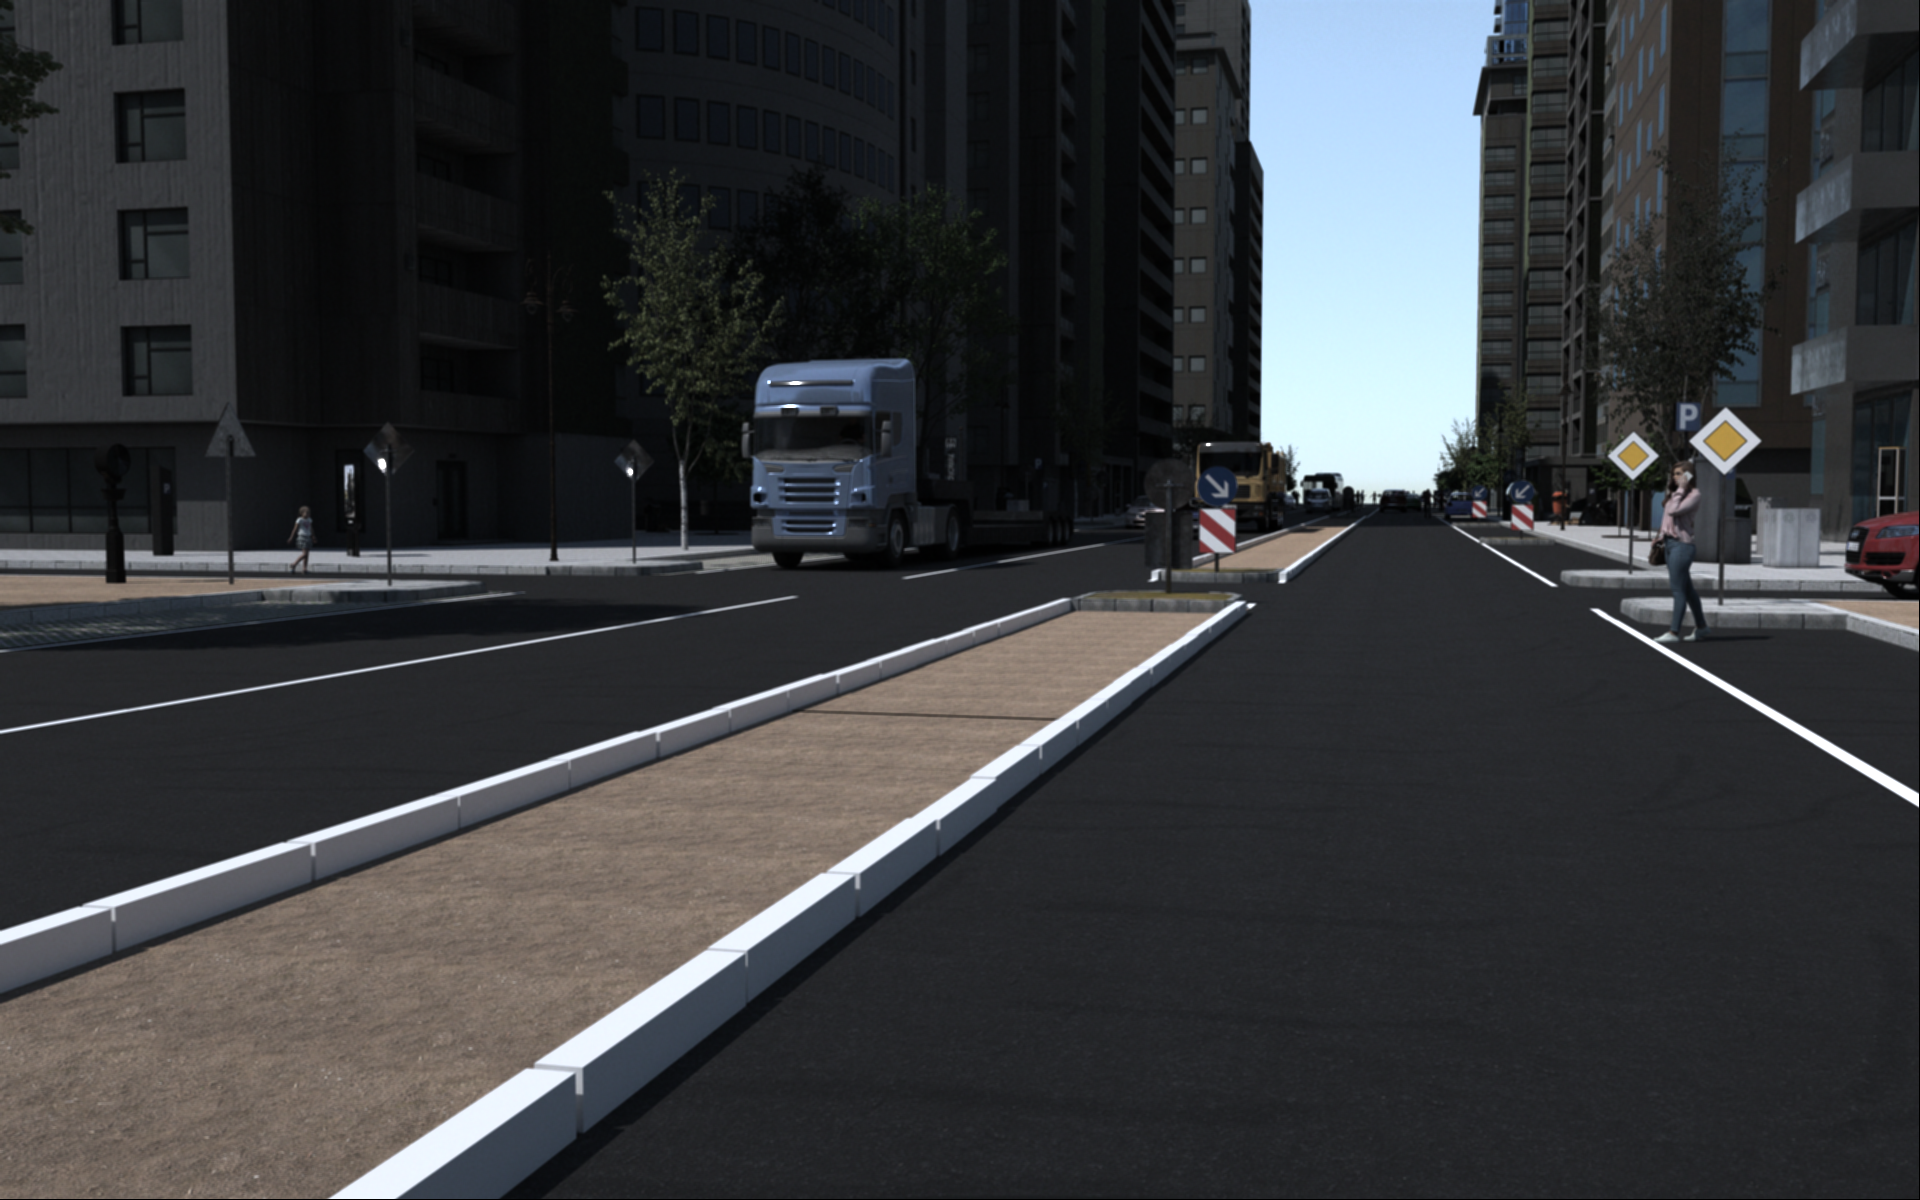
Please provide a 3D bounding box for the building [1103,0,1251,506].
[{"bbox_3d":[32.955,-49.577,248.835,20.563,71.187,20.611,1,4,14],"label":"building"}]

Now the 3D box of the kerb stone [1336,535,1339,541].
[{"bbox_3d":[10.919,-1.735,50.608,0.120,0.150,1.000,1,4,14],"label":"kerb stone"}]

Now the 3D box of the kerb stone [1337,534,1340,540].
[{"bbox_3d":[11.173,-1.796,51.598,0.120,0.150,1.000,1,4,14],"label":"kerb stone"}]

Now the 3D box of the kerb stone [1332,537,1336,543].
[{"bbox_3d":[10.419,-1.616,48.623,0.120,0.150,1.000,1,4,14],"label":"kerb stone"}]

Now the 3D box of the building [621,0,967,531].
[{"bbox_3d":[-13.274,-32.429,72.219,21.231,58.520,28.212,1,4,14],"label":"building"}]

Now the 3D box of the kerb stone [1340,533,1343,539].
[{"bbox_3d":[11.682,-1.920,53.585,0.120,0.150,1.000,1,4,14],"label":"kerb stone"}]

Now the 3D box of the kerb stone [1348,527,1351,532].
[{"bbox_3d":[13.942,-2.463,62.539,0.120,0.150,1.000,1,4,14],"label":"kerb stone"}]

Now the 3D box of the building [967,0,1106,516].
[{"bbox_3d":[0.259,-25.428,99.344,14.154,41.232,14.086,1,4,14],"label":"building"}]

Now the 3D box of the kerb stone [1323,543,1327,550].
[{"bbox_3d":[8.905,-1.252,42.662,0.120,0.150,1.000,1,4,14],"label":"kerb stone"}]

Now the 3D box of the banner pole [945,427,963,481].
[{"bbox_3d":[-0.182,-4.561,64.589,0.863,3.779,0.401,-1,4,-10],"label":"banner pole"}]

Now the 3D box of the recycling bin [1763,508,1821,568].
[{"bbox_3d":[14.513,-1.081,30.231,0.722,1.027,0.722,0,4,5],"label":"recycling bin"}]

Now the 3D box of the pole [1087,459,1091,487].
[{"bbox_3d":[7.367,-6.436,99.079,0.158,3.312,0.155,0,3,0],"label":"pole"}]

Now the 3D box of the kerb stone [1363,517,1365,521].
[{"bbox_3d":[20.239,-3.988,87.398,0.120,0.150,1.000,1,4,14],"label":"kerb stone"}]

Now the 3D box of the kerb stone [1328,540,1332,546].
[{"bbox_3d":[9.659,-1.434,45.636,0.120,0.150,1.000,1,4,14],"label":"kerb stone"}]

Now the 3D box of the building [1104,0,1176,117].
[{"bbox_3d":[5.356,-31.558,139.678,21.300,48.544,21.600,1,4,14],"label":"building"}]

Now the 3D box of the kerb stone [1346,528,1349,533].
[{"bbox_3d":[13.436,-2.346,60.558,0.120,0.150,1.000,1,4,14],"label":"kerb stone"}]

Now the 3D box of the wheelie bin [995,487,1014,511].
[{"bbox_3d":[2.077,-4.505,81.566,0.980,1.594,0.693,2,4,25],"label":"wheelie bin"}]

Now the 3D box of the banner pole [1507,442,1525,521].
[{"bbox_3d":[26.565,-5.672,82.753,0.401,3.779,0.863,-2,4,-29],"label":"banner pole"}]

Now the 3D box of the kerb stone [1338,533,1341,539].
[{"bbox_3d":[11.421,-1.859,52.590,0.120,0.150,1.000,1,4,14],"label":"kerb stone"}]

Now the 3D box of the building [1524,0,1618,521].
[{"bbox_3d":[44.824,-23.969,83.768,32.217,40.220,23.993,1,4,14],"label":"building"}]

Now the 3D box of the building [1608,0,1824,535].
[{"bbox_3d":[30.385,-24.960,58.211,14.600,45.320,14.200,1,4,14],"label":"building"}]

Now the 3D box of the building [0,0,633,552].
[{"bbox_3d":[-17.925,-16.668,44.229,14.160,30.474,14.107,1,4,14],"label":"building"}]

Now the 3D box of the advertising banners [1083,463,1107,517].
[{"bbox_3d":[7.510,-6.094,95.827,0.090,3.025,2.074,3,5,42],"label":"advertising banners"}]

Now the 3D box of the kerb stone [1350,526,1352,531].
[{"bbox_3d":[14.447,-2.587,64.519,0.120,0.150,1.000,1,4,14],"label":"kerb stone"}]

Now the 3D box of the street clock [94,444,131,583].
[{"bbox_3d":[-12.175,-1.245,24.923,0.358,2.002,0.471,1,4,15],"label":"street clock"}]

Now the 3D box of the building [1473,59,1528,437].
[{"bbox_3d":[76.219,-37.745,206.369,28.713,52.752,27.495,1,4,14],"label":"building"}]

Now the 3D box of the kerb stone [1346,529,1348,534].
[{"bbox_3d":[13.185,-2.280,59.560,0.120,0.150,1.000,1,4,14],"label":"kerb stone"}]

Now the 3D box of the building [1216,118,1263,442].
[{"bbox_3d":[28.318,-37.019,228.968,21.300,48.544,21.600,1,4,14],"label":"building"}]

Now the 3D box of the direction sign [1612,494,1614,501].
[{"bbox_3d":[27.628,-4.971,73.281,0.379,3.537,0.876,1,4,22],"label":"direction sign"}]

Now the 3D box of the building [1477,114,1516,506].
[{"bbox_3d":[63.770,-30.872,188.345,14.154,41.232,14.086,1,4,14],"label":"building"}]

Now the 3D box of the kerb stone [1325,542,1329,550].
[{"bbox_3d":[9.162,-1.312,43.651,0.120,0.150,1.000,1,4,14],"label":"kerb stone"}]

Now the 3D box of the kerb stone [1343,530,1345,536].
[{"bbox_3d":[12.432,-2.103,56.575,0.120,0.150,1.000,1,4,14],"label":"kerb stone"}]

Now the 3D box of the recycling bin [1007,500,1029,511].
[{"bbox_3d":[2.477,-3.769,74.170,0.722,1.027,0.722,3,4,39],"label":"recycling bin"}]

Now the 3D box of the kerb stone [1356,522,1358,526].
[{"bbox_3d":[16.697,-3.136,73.473,0.120,0.150,1.000,1,4,14],"label":"kerb stone"}]

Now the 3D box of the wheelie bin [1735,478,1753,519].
[{"bbox_3d":[15.056,-1.599,34.046,0.980,1.594,0.693,-1,4,-16],"label":"wheelie bin"}]

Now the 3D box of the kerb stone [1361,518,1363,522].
[{"bbox_3d":[19.471,-3.803,84.411,0.120,0.150,1.000,1,4,14],"label":"kerb stone"}]

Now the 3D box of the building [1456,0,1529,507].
[{"bbox_3d":[80.054,-56.380,234.481,22.319,86.520,31.000,1,4,14],"label":"building"}]

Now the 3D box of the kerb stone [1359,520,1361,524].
[{"bbox_3d":[17.966,-3.437,78.461,0.120,0.150,1.000,1,4,14],"label":"kerb stone"}]

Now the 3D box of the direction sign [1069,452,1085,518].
[{"bbox_3d":[6.268,-6.165,92.799,0.876,3.537,0.379,0,4,-8],"label":"direction sign"}]

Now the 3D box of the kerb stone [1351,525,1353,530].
[{"bbox_3d":[14.695,-2.649,65.511,0.120,0.150,1.000,1,4,14],"label":"kerb stone"}]

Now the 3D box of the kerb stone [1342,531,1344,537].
[{"bbox_3d":[12.179,-2.041,55.584,0.120,0.150,1.000,1,4,14],"label":"kerb stone"}]

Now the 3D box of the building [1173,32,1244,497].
[{"bbox_3d":[18.074,-37.732,206.150,28.713,52.752,27.495,1,4,14],"label":"building"}]

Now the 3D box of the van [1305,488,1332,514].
[{"bbox_3d":[26.441,-7.373,127.565,2.013,2.044,4.112,1,4,16],"label":"van"}]

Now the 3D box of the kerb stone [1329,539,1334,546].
[{"bbox_3d":[9.916,-1.494,46.628,0.120,0.150,1.000,1,4,14],"label":"kerb stone"}]

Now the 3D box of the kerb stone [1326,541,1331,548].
[{"bbox_3d":[9.412,-1.373,44.645,0.120,0.150,1.000,1,4,14],"label":"kerb stone"}]

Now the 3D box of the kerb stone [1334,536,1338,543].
[{"bbox_3d":[10.670,-1.677,49.617,0.120,0.150,1.000,1,4,14],"label":"kerb stone"}]

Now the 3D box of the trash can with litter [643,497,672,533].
[{"bbox_3d":[-10.108,-2.854,58.047,1.055,1.170,0.624,2,4,32],"label":"trash can with litter"}]

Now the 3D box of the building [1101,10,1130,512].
[{"bbox_3d":[10.678,-44.105,159.373,20.563,71.187,20.611,1,4,14],"label":"building"}]

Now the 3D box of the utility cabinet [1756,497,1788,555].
[{"bbox_3d":[17.180,-1.557,36.626,0.306,1.237,1.020,3,5,44],"label":"utility cabinet"}]

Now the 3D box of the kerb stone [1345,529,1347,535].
[{"bbox_3d":[12.940,-2.223,58.566,0.120,0.150,1.000,1,4,14],"label":"kerb stone"}]

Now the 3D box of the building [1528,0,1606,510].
[{"bbox_3d":[48.623,-41.176,111.476,20.563,71.187,20.611,1,4,14],"label":"building"}]

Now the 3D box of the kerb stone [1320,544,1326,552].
[{"bbox_3d":[8.658,-1.191,41.670,0.120,0.150,1.000,1,4,14],"label":"kerb stone"}]

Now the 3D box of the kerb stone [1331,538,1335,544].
[{"bbox_3d":[10.164,-1.555,47.625,0.120,0.150,1.000,1,4,14],"label":"kerb stone"}]

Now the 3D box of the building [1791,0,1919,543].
[{"bbox_3d":[34.008,-25.405,34.974,30.456,49.044,23.786,1,4,14],"label":"building"}]

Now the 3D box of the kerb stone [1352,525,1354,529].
[{"bbox_3d":[14.947,-2.710,66.510,0.120,0.150,1.000,1,4,14],"label":"kerb stone"}]

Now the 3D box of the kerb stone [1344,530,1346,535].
[{"bbox_3d":[12.683,-2.162,57.566,0.120,0.150,1.000,1,4,14],"label":"kerb stone"}]

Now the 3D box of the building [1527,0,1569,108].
[{"bbox_3d":[49.616,-27.303,130.000,14.154,41.232,14.086,1,4,14],"label":"building"}]

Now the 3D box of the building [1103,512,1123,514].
[{"bbox_3d":[1.183,-41.562,117.786,20.563,71.187,20.611,1,4,14],"label":"building"}]

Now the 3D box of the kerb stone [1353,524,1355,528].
[{"bbox_3d":[15.451,-2.831,68.509,0.120,0.150,1.000,1,4,14],"label":"kerb stone"}]
